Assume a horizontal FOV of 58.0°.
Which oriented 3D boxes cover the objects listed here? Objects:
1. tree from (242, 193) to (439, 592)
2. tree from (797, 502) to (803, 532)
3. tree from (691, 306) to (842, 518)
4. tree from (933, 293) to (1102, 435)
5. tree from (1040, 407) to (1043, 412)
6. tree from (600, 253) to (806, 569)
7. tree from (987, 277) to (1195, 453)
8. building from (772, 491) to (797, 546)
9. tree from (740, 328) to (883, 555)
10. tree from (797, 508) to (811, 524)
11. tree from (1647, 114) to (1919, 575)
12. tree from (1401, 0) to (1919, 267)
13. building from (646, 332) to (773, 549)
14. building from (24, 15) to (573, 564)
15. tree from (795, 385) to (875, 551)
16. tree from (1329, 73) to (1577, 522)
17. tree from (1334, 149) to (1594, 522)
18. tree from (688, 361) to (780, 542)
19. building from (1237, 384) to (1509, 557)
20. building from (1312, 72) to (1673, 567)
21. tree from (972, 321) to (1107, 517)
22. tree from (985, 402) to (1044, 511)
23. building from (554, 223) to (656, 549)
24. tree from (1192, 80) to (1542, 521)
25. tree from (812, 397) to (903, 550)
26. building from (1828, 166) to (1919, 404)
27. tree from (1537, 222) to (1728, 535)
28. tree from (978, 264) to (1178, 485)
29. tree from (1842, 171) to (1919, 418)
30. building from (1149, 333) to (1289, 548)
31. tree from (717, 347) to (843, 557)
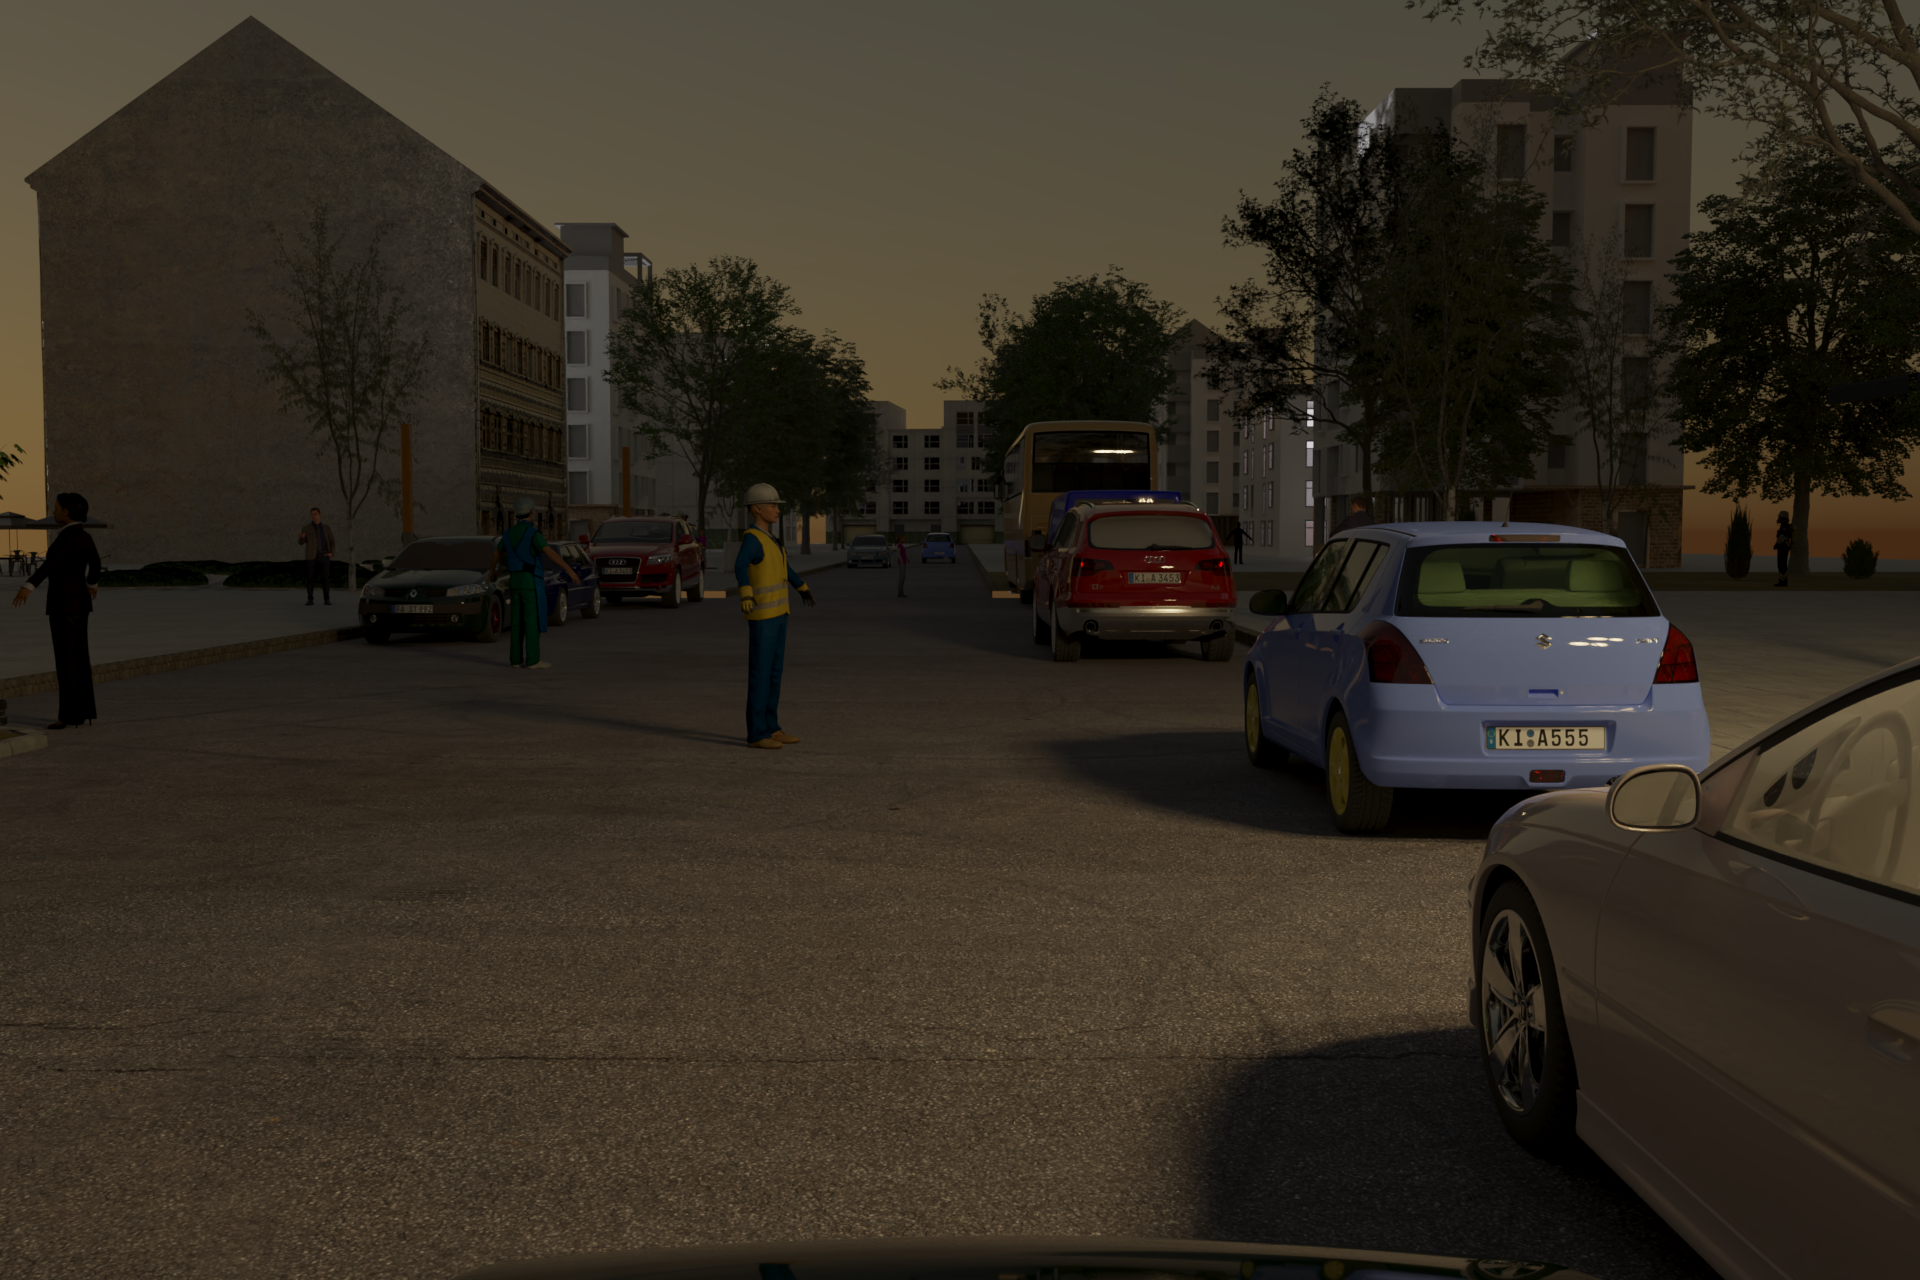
[{"bbox_3d":[-13.428,-5.368,38.135,4.360,8.622,3.978,0,3,0],"label":"tree"},{"bbox_3d":[-21.242,-17.141,230.621,4.737,8.622,4.395,0,3,0],"label":"tree"},{"bbox_3d":[-9.727,-10.266,85.970,7.486,12.596,7.792,0,3,0],"label":"tree"},{"bbox_3d":[4.416,-17.224,137.508,12.611,20.169,13.585,0,3,0],"label":"tree"},{"bbox_3d":[5.077,-8.698,92.581,4.360,8.622,3.978,0,3,0],"label":"tree"},{"bbox_3d":[-9.375,-8.429,63.564,9.928,11.665,9.643,0,3,0],"label":"tree"},{"bbox_3d":[5.109,-8.759,68.969,9.928,11.665,9.643,0,3,0],"label":"tree"},{"bbox_3d":[-23.240,-15.782,200.179,9.099,9.664,28.070,0,4,0],"label":"building"},{"bbox_3d":[-9.753,-12.323,108.140,9.857,13.997,8.962,0,3,0],"label":"tree"},{"bbox_3d":[-20.406,-17.457,235.781,4.360,8.622,3.978,0,3,0],"label":"tree"},{"bbox_3d":[26.431,-9.016,54.074,9.857,13.997,8.962,0,3,0],"label":"tree"},{"bbox_3d":[8.496,-6.343,14.074,12.009,13.543,11.850,0,3,0],"label":"tree"},{"bbox_3d":[-28.182,-18.418,167.594,16.747,18.905,31.486,0,4,0],"label":"building"},{"bbox_3d":[-30.147,-15.419,83.037,19.493,23.208,18.063,0,4,-1],"label":"building"},{"bbox_3d":[-9.822,-13.046,131.436,7.486,12.596,7.792,0,3,0],"label":"tree"},{"bbox_3d":[7.958,-4.749,28.013,4.360,8.622,3.978,0,3,0],"label":"tree"},{"bbox_3d":[14.863,-8.179,51.859,7.486,12.596,7.792,0,3,0],"label":"tree"},{"bbox_3d":[-9.923,-7.545,73.722,4.360,8.622,3.978,0,3,0],"label":"tree"},{"bbox_3d":[22.352,-9.473,97.037,9.099,9.664,28.070,0,4,0],"label":"building"},{"bbox_3d":[21.112,-13.509,77.299,16.016,20.090,11.380,0,4,0],"label":"building"},{"bbox_3d":[5.309,-11.976,102.462,9.857,13.997,8.962,0,3,0],"label":"tree"},{"bbox_3d":[5.285,-12.584,123.870,7.486,12.596,7.792,0,3,0],"label":"tree"},{"bbox_3d":[-25.943,-15.303,106.622,16.016,20.090,11.380,0,4,0],"label":"building"},{"bbox_3d":[8.359,-6.228,36.244,7.601,10.594,8.767,1,4,9],"label":"tree"},{"bbox_3d":[-9.811,-14.205,142.623,12.009,13.543,11.850,0,3,0],"label":"tree"},{"bbox_3d":[25.079,-17.298,28.942,12.429,33.558,17.177,0,4,0],"label":"building"},{"bbox_3d":[15.417,-5.568,41.392,4.360,8.622,3.978,0,3,0],"label":"tree"},{"bbox_3d":[5.600,-10.770,82.741,9.857,13.997,8.962,0,3,0],"label":"tree"},{"bbox_3d":[25.799,-7.138,42.458,9.928,11.665,9.643,0,3,0],"label":"tree"},{"bbox_3d":[23.856,-19.233,170.878,16.016,20.090,11.380,0,4,0],"label":"building"},{"bbox_3d":[-10.074,-10.427,96.239,9.928,11.665,9.643,0,3,0],"label":"tree"}]
